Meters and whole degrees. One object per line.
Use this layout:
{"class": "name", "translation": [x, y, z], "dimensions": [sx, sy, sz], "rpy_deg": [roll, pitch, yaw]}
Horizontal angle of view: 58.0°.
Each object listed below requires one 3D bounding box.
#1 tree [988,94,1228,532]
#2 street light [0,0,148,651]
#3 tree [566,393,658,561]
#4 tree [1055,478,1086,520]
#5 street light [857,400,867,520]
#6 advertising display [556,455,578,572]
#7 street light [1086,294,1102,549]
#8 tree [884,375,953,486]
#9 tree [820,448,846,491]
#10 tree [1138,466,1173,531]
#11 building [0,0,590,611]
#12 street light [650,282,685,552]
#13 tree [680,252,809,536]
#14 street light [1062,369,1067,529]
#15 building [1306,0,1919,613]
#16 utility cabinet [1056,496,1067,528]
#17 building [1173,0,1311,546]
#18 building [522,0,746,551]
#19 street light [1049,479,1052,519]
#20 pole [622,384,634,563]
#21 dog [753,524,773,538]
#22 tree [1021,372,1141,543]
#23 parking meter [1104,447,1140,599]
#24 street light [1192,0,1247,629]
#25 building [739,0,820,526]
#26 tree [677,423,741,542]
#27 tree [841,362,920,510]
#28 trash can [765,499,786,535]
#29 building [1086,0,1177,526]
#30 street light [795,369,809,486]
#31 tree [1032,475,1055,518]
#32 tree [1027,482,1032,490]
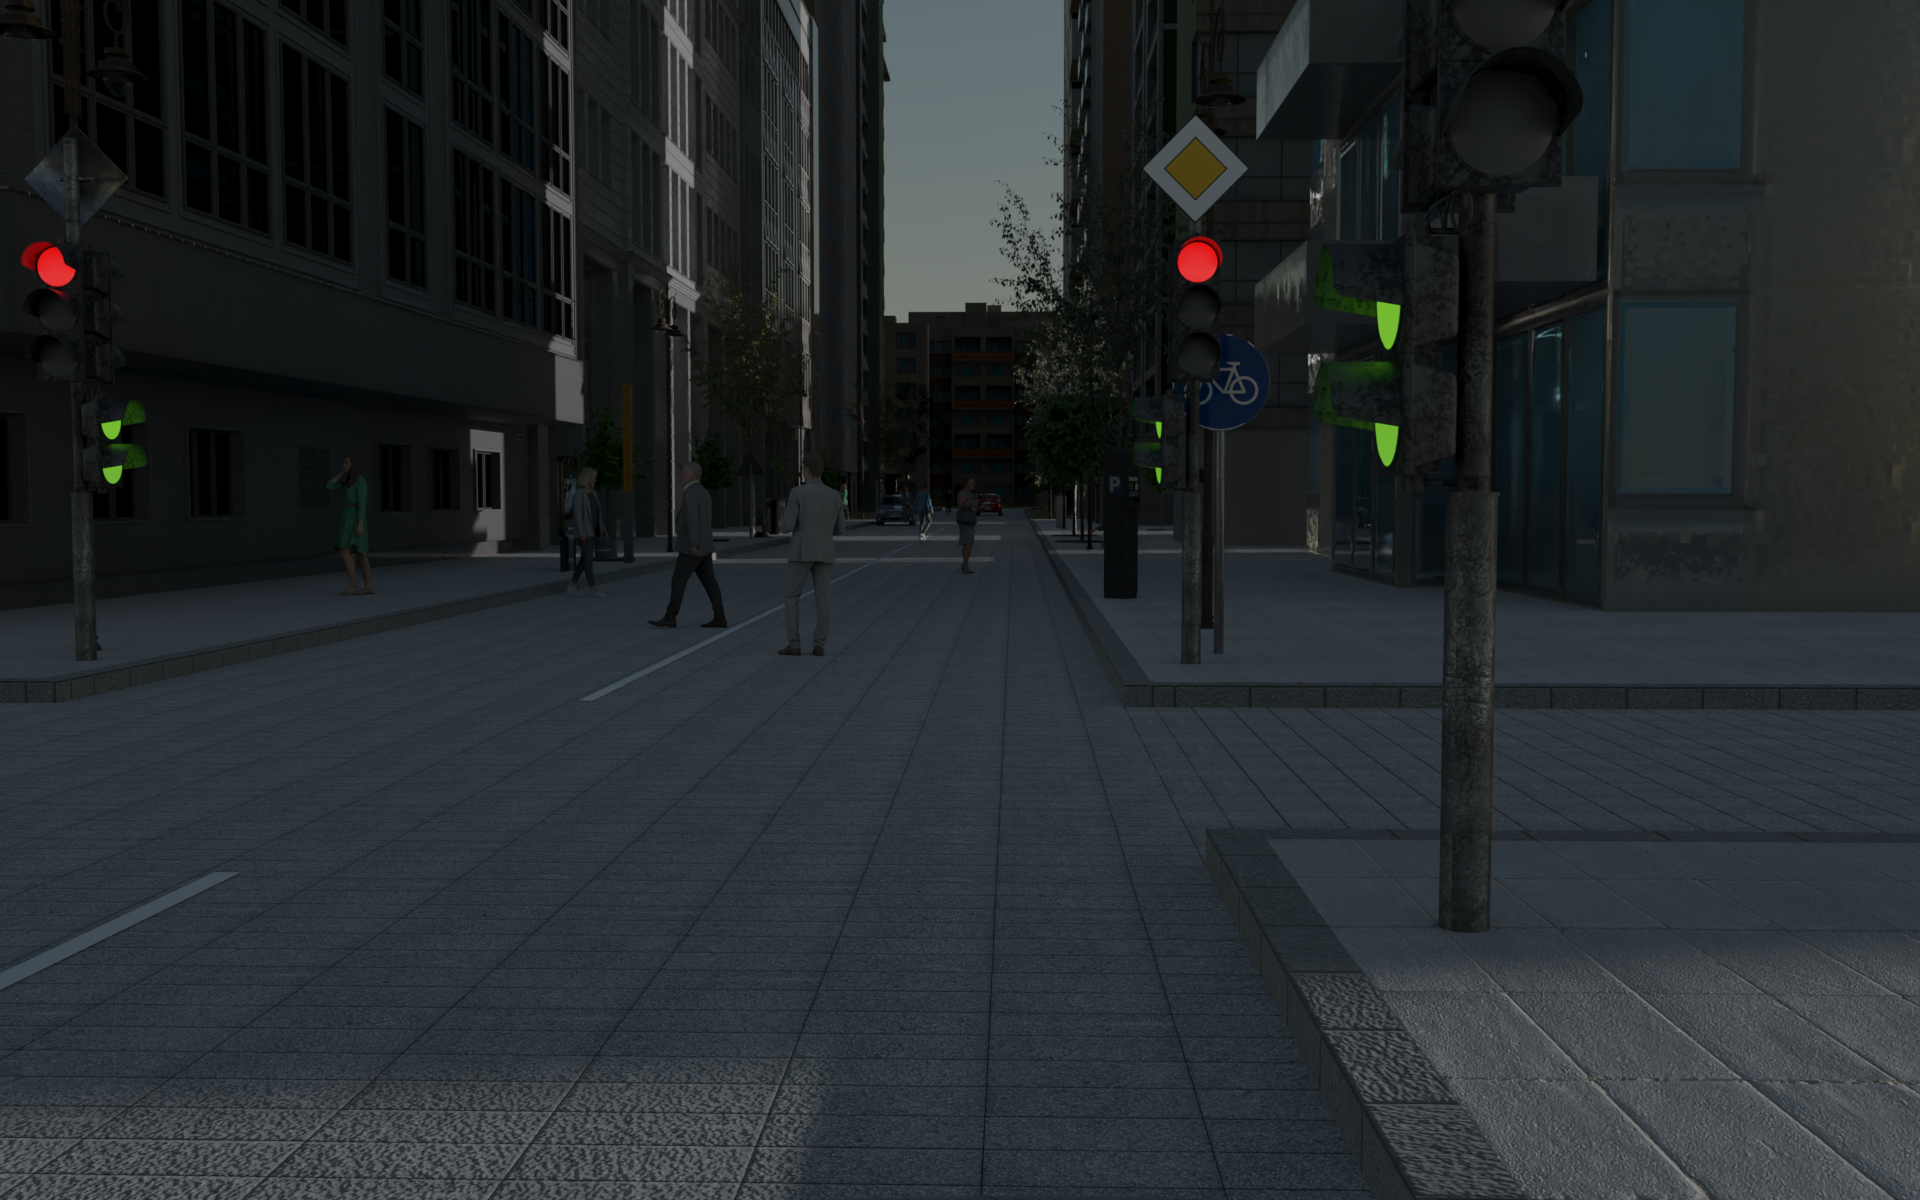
{"class": "tree", "translation": [2.680, -4.953, 31.339], "dimensions": [4.360, 8.622, 3.978], "rpy_deg": [0, 3, 0]}
{"class": "street light", "translation": [-7.141, -2.523, 14.033], "dimensions": [0.468, 5.910, 1.993], "rpy_deg": [0, 4, 2]}
{"class": "tree", "translation": [-6.765, -2.363, 33.243], "dimensions": [1.663, 3.219, 1.824], "rpy_deg": [0, 3, 0]}
{"class": "tree", "translation": [5.981, -5.664, 87.206], "dimensions": [1.663, 3.219, 1.824], "rpy_deg": [0, 3, 0]}
{"class": "street light", "translation": [-4.822, -6.905, 85.677], "dimensions": [0.468, 5.910, 1.993], "rpy_deg": [0, 4, 2]}
{"class": "advertising display", "translation": [-6.529, -1.444, 28.823], "dimensions": [0.123, 1.923, 0.974], "rpy_deg": [0, 4, 1]}
{"class": "street light", "translation": [3.017, -4.116, 40.077], "dimensions": [0.468, 5.910, 1.993], "rpy_deg": [0, 4, 2]}
{"class": "tree", "translation": [-4.408, -12.336, 136.109], "dimensions": [8.767, 10.594, 7.601], "rpy_deg": [1, 4, 11]}
{"class": "tree", "translation": [-5.755, -4.808, 73.218], "dimensions": [1.663, 3.219, 1.824], "rpy_deg": [0, 3, 0]}
{"class": "tree", "translation": [7.200, -4.045, 60.738], "dimensions": [1.663, 3.219, 1.824], "rpy_deg": [0, 3, 0]}
{"class": "building", "translation": [-15.568, -14.250, 26.501], "dimensions": [14.314, 27.812, 24.014], "rpy_deg": [0, 4, 2]}
{"class": "street light", "translation": [-6.384, -3.986, 37.960], "dimensions": [0.468, 5.910, 1.993], "rpy_deg": [0, 4, 2]}
{"class": "tree", "translation": [-6.345, -6.250, 52.553], "dimensions": [4.737, 8.622, 4.395], "rpy_deg": [0, 3, 0]}
{"class": "street light", "translation": [3.841, -5.566, 63.790], "dimensions": [0.468, 5.910, 1.993], "rpy_deg": [0, 4, 2]}
{"class": "building", "translation": [20.059, -24.884, 26.469], "dimensions": [30.456, 49.044, 23.786], "rpy_deg": [0, 4, 2]}
{"class": "utility cabinet", "translation": [3.870, -3.372, 66.294], "dimensions": [0.306, 1.237, 1.020], "rpy_deg": [1, 4, 11]}
{"class": "building", "translation": [13.010, -22.316, 48.462], "dimensions": [14.154, 41.232, 14.086], "rpy_deg": [0, 4, 2]}
{"class": "building", "translation": [-14.452, -16.868, 53.279], "dimensions": [11.434, 29.767, 29.804], "rpy_deg": [0, 4, 2]}
{"class": "street light", "translation": [4.579, -7.016, 87.506], "dimensions": [0.468, 5.910, 1.993], "rpy_deg": [0, 4, 2]}
{"class": "pole", "translation": [-6.165, -2.344, 32.161], "dimensions": [0.158, 3.312, 0.155], "rpy_deg": [0, 3, 0]}
{"class": "dog", "translation": [-5.800, -2.028, 50.895], "dimensions": [0.550, 0.427, 0.748], "rpy_deg": [-1, 4, -13]}
{"class": "tree", "translation": [3.262, -3.823, 46.221], "dimensions": [4.285, 4.588, 4.351], "rpy_deg": [0, 3, 0]}
{"class": "parking meter", "translation": [1.985, -0.950, 21.252], "dimensions": [0.399, 1.863, 0.255], "rpy_deg": [3, 5, 43]}
{"class": "street light", "translation": [2.357, -2.665, 16.358], "dimensions": [0.468, 5.910, 1.993], "rpy_deg": [0, 4, 2]}
{"class": "building", "translation": [-13.476, -15.915, 78.234], "dimensions": [12.078, 24.808, 19.932], "rpy_deg": [0, 4, 2]}
{"class": "tree", "translation": [-6.884, -3.198, 46.886], "dimensions": [1.663, 3.219, 1.824], "rpy_deg": [0, 3, 0]}
{"class": "tree", "translation": [-4.399, -8.935, 96.456], "dimensions": [4.360, 8.622, 3.978], "rpy_deg": [0, 3, 0]}
{"class": "trash can", "translation": [-5.845, -2.646, 54.909], "dimensions": [0.748, 1.137, 0.748], "rpy_deg": [0, 3, 0]}
{"class": "building", "translation": [16.095, -38.808, 72.764], "dimensions": [20.563, 71.187, 20.611], "rpy_deg": [0, 4, 2]}
{"class": "street light", "translation": [-5.692, -5.454, 61.966], "dimensions": [0.468, 5.910, 1.993], "rpy_deg": [0, 4, 2]}
{"class": "tree", "translation": [5.102, -5.997, 92.655], "dimensions": [1.663, 3.219, 1.824], "rpy_deg": [0, 3, 0]}
{"class": "tree", "translation": [6.678, -9.296, 146.597], "dimensions": [1.663, 3.219, 1.824], "rpy_deg": [0, 3, 0]}
